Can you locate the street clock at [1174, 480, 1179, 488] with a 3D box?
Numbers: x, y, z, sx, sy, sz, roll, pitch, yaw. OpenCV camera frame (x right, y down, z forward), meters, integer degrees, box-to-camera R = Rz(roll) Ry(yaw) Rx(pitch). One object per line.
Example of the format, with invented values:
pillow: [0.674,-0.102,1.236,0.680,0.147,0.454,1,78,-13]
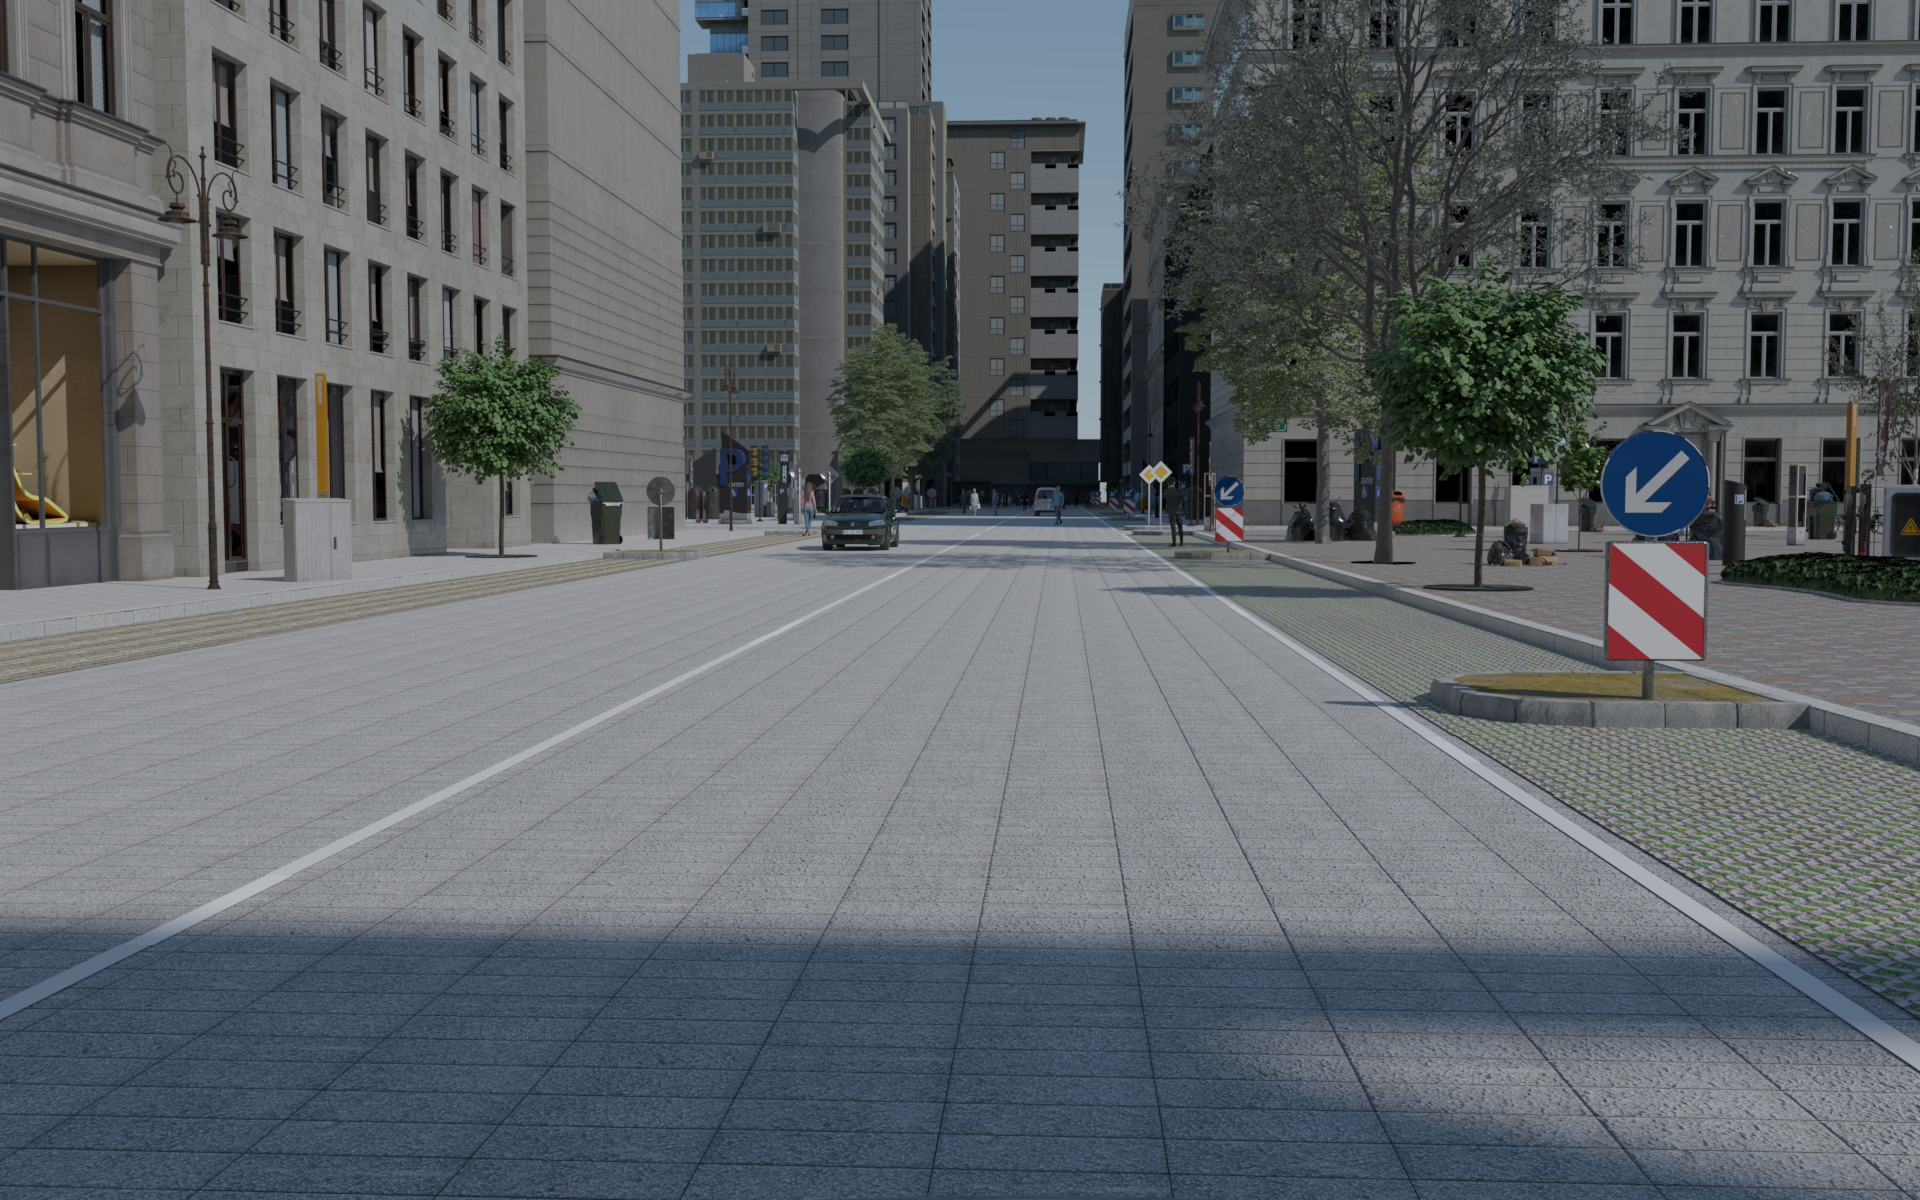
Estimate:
street clock: [10.697,-5.012,86.520,0.471,2.002,0.358,2,4,27]

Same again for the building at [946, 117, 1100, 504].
building: [5.695,-39.950,242.416,27.495,52.752,28.713,0,4,3]

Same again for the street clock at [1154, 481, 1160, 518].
street clock: [10.596,-5.415,93.103,0.358,2.002,0.471,1,4,21]

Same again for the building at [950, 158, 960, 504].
building: [-7.144,-32.354,212.581,14.086,41.232,14.154,0,4,3]

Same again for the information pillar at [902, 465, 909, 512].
information pillar: [-3.851,-8.010,122.311,0.504,3.616,0.183,-2,4,-35]

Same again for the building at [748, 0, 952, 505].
building: [-11.438,-46.115,192.230,20.563,71.187,20.611,0,4,3]

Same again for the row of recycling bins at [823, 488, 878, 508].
row of recycling bins: [-7.349,-6.800,118.285,3.534,1.692,1.069,0,4,7]

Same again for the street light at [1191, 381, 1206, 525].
street light: [9.725,-5.992,70.763,0.468,5.910,1.993,0,4,3]

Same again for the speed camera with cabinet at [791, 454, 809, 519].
speed camera with cabinet: [-7.847,-5.600,85.888,0.660,3.252,2.038,-1,4,-19]

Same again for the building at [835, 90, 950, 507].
building: [-8.803,-30.093,175.607,14.154,41.232,14.086,0,4,3]

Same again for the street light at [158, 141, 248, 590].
street light: [-10.062,-3.082,23.180,0.468,5.910,1.993,0,4,3]

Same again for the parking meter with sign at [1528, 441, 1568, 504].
parking meter with sign: [17.089,-3.335,50.793,0.543,3.016,1.738,-1,4,-10]

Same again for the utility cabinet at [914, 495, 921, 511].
utility cabinet: [-3.248,-7.406,132.243,0.306,1.237,1.020,-1,4,-14]

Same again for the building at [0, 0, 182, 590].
building: [-17.517,-9.498,6.208,10.553,20.767,40.483,0,4,3]

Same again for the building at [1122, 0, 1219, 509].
building: [25.712,-32.511,155.251,21.300,48.544,21.600,0,4,3]

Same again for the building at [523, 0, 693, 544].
building: [-31.462,-16.922,53.096,44.131,29.872,17.030,0,4,3]

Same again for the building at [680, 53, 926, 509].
building: [-19.713,-28.456,157.144,32.217,40.220,23.993,0,4,3]

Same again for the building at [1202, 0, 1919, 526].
building: [33.281,-18.299,75.608,44.131,29.872,17.030,0,4,3]

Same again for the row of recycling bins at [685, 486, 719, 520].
row of recycling bins: [-13.847,-4.931,87.738,3.534,1.692,1.069,1,4,9]

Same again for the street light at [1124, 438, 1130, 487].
street light: [13.786,-10.403,142.879,0.468,5.910,1.993,0,4,3]

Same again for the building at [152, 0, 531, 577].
building: [-16.437,-11.014,34.826,10.420,20.320,16.860,0,4,3]

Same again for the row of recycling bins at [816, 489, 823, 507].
row of recycling bins: [-9.521,-7.482,129.440,1.069,1.692,3.534,3,5,42]

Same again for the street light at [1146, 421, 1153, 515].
street light: [11.694,-8.198,106.825,0.468,5.910,1.993,0,4,3]

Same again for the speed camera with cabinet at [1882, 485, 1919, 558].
speed camera with cabinet: [17.963,-2.271,31.471,2.038,3.252,0.660,2,4,31]

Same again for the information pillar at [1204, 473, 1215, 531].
information pillar: [8.771,-3.448,60.865,0.304,2.012,0.304,2,4,28]

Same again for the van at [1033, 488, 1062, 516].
van: [5.721,-6.475,112.874,2.013,2.044,4.112,0,4,5]

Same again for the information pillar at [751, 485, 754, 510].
information pillar: [-16.191,-8.026,135.720,0.304,2.012,0.304,0,4,2]

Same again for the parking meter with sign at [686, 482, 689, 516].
parking meter with sign: [-16.147,-6.417,101.185,0.543,3.016,1.738,2,4,25]

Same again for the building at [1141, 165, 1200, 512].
building: [20.413,-20.372,130.340,12.463,27.353,25.104,0,4,3]

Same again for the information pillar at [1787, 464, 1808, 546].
information pillar: [20.766,-2.353,42.967,0.304,2.012,0.304,-1,4,-18]

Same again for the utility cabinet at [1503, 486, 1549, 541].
utility cabinet: [15.130,-2.302,46.317,1.173,1.500,0.318,-1,4,-17]

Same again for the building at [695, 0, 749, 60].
building: [-23.697,-56.700,239.722,31.000,86.520,22.319,0,4,3]

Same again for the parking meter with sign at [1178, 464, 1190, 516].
parking meter with sign: [13.005,-6.434,101.463,0.543,3.016,1.738,-1,4,-9]

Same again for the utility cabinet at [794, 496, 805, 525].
utility cabinet: [-6.755,-3.798,73.258,0.306,1.237,1.020,-1,4,-22]

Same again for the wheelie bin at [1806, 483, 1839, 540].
wheelie bin: [24.331,-2.506,48.889,0.693,1.594,0.980,0,4,-3]

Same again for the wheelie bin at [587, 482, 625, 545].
wheelie bin: [-9.067,-2.220,44.209,0.980,1.594,0.693,-3,5,-44]

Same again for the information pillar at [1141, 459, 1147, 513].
information pillar: [12.195,-7.547,114.741,0.504,3.616,0.183,-3,5,-43]

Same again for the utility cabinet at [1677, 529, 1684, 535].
utility cabinet: [21.955,-2.775,54.056,1.173,1.500,0.318,0,4,1]

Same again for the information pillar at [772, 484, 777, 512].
information pillar: [-13.355,-7.389,125.295,0.304,2.012,0.304,3,5,39]

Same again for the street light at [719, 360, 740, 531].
street light: [-7.954,-5.335,60.017,0.468,5.910,1.993,0,4,3]

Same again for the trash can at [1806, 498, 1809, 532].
trash can: [28.665,-2.876,58.673,0.748,1.137,0.748,0,3,0]

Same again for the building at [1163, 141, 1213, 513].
building: [19.595,-17.148,110.043,12.332,23.373,15.834,0,4,3]

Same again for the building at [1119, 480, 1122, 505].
building: [35.336,-31.399,205.261,32.217,40.220,23.993,0,4,3]

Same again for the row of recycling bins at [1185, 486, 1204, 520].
row of recycling bins: [13.093,-4.915,87.473,3.534,1.692,1.069,-1,4,-10]

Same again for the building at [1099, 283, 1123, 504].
building: [26.002,-28.273,233.968,14.107,30.474,14.160,0,4,3]

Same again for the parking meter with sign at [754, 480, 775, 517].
parking meter with sign: [-10.966,-6.069,95.492,1.738,3.016,0.543,2,4,33]
